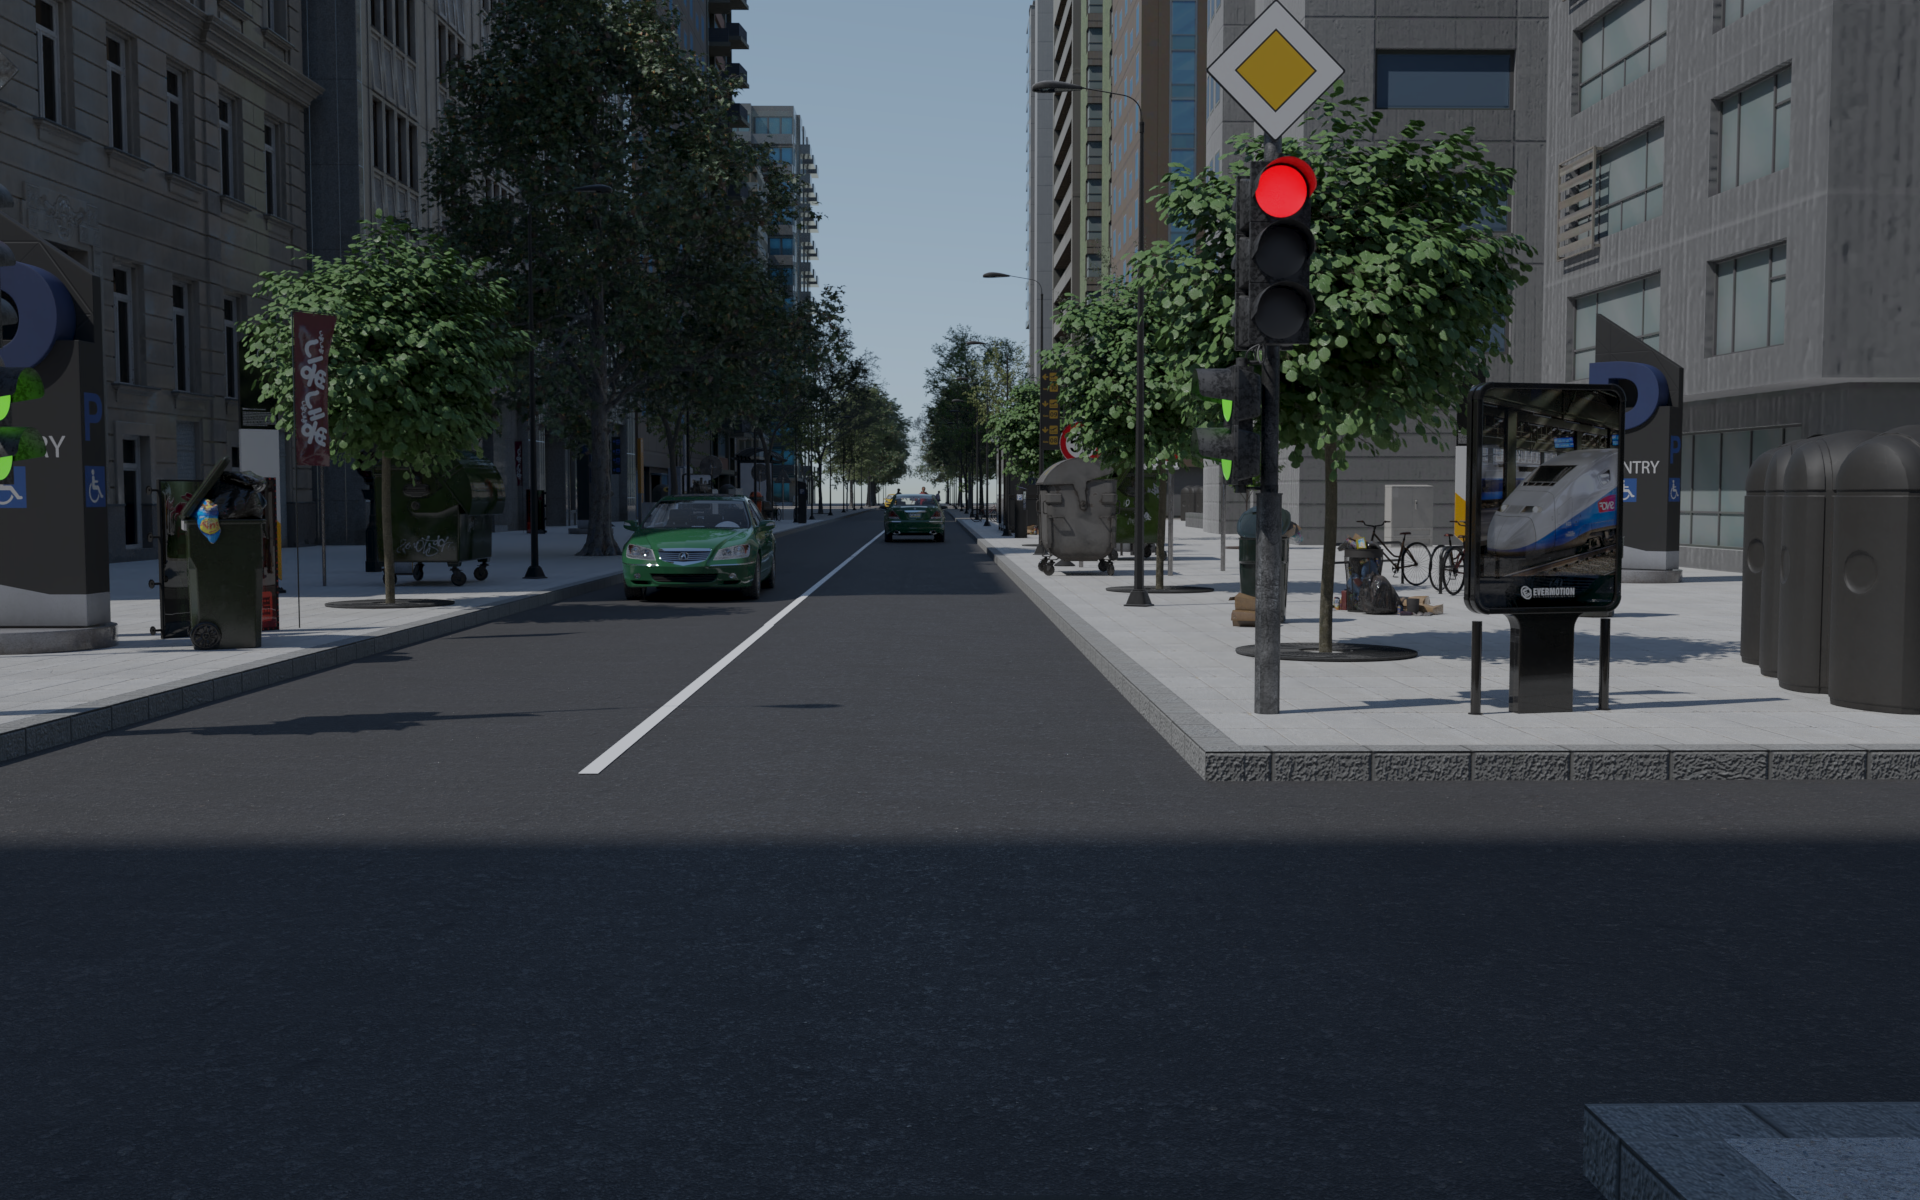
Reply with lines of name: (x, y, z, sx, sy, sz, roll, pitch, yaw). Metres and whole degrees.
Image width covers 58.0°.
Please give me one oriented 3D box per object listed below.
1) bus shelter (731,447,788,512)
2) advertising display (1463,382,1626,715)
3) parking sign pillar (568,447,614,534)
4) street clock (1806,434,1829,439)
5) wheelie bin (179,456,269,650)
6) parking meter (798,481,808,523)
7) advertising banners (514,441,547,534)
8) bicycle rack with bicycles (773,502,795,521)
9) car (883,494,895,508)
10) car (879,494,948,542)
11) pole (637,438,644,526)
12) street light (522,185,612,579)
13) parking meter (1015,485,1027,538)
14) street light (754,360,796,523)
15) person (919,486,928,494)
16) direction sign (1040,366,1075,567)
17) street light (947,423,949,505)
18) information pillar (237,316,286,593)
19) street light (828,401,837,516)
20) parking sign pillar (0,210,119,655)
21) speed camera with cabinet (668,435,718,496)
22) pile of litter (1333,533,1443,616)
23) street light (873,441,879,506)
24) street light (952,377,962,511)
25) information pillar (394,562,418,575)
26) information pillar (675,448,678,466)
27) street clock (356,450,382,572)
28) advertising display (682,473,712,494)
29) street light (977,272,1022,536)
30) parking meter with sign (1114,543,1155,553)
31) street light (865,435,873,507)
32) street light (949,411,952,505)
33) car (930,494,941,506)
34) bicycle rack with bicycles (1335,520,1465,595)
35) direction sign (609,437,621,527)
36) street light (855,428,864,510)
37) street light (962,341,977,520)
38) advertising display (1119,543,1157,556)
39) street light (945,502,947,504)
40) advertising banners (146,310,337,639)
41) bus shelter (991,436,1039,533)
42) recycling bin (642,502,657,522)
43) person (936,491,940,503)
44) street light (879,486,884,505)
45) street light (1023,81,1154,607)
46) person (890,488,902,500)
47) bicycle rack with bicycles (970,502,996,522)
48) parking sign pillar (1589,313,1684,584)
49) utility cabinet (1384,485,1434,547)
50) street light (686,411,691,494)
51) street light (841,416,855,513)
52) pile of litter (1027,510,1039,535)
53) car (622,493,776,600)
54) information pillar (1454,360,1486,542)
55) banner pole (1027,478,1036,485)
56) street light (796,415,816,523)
bus shelter: (-8.897, -5.095, 77.230, 2.014, 3.302, 5.546, 0, 4, -1)
advertising display: (3.417, -0.301, 10.135, 0.974, 1.923, 0.123, -1, 4, -14)
parking sign pillar: (-11.915, -4.119, 55.814, 1.447, 3.967, 1.447, 1, 4, 9)
street clock: (10.405, -1.002, 20.955, 0.471, 2.002, 0.358, 3, 5, 45)
wheelie bin: (-6.168, -0.406, 14.549, 0.693, 1.594, 0.980, -2, 4, -26)
parking meter: (-6.869, -4.278, 75.648, 0.399, 1.863, 0.255, 0, 4, 1)
advertising banners: (-13.959, -3.673, 56.239, 0.090, 3.025, 2.074, -3, 5, -41)
bicycle rack with bicycles: (-8.520, -4.254, 82.928, 2.852, 0.926, 2.925, 0, 4, -6)
car: (-6.542, -9.850, 171.278, 2.015, 1.641, 3.980, 0, 4, 0)
car: (-1.419, -2.534, 53.231, 2.131, 1.459, 4.920, 0, 4, -2)
pole: (-11.656, -4.244, 63.235, 0.158, 3.312, 0.155, 0, 3, 0)
street light: (-5.918, -3.279, 26.145, 1.470, 5.913, 1.316, 0, 4, -1)
parking meter: (1.774, -2.566, 50.363, 0.372, 1.533, 0.369, 0, 3, 0)
street light: (-6.541, -5.339, 59.838, 1.470, 5.913, 1.316, 0, 4, -1)
person: (-1.890, -4.997, 90.144, 1.348, 1.831, 0.705, 0, 4, -4)
direction sign: (1.862, -2.369, 30.724, 0.876, 3.537, 0.379, 0, 4, -3)
street light: (0.146, -7.553, 96.035, 1.470, 5.913, 1.316, 0, 4, -1)
information pillar: (-8.974, -1.888, 22.219, 0.504, 3.616, 0.183, -3, 4, -39)
street light: (-6.883, -6.982, 86.693, 1.470, 5.913, 1.316, 0, 4, -1)
parking sign pillar: (-7.832, -1.583, 14.348, 1.447, 3.967, 1.447, 0, 4, -1)
speed camera with cabinet: (-9.036, -3.936, 58.681, 0.660, 3.252, 2.038, 2, 4, 29)
pile of litter: (4.603, -0.306, 18.971, 1.176, 0.858, 1.719, 0, 4, -6)
street light: (-8.152, -11.026, 152.809, 1.470, 5.913, 1.316, 0, 4, -1)
street light: (0.542, -5.892, 68.879, 1.470, 5.913, 1.316, 0, 4, -1)
information pillar: (-8.791, -1.404, 27.451, 0.304, 2.012, 0.304, 0, 4, 0)
information pillar: (-13.890, -5.715, 84.802, 0.183, 3.616, 0.504, -1, 4, -17)
street clock: (-9.646, -1.460, 28.434, 0.471, 2.002, 0.358, 1, 4, 17)
advertising display: (-8.220, -2.996, 54.206, 0.974, 1.923, 0.123, -2, 4, -31)
street light: (1.174, -3.906, 36.397, 1.470, 5.913, 1.316, 0, 4, -1)
parking meter with sign: (3.710, -2.580, 38.436, 0.543, 3.016, 1.738, -2, 4, -32)
street light: (-7.790, -10.024, 136.434, 1.470, 5.913, 1.316, 0, 4, -1)
street light: (0.305, -6.886, 85.121, 1.470, 5.913, 1.316, 0, 4, -1)
car: (-2.362, -6.846, 123.929, 2.014, 1.417, 4.499, 0, 4, 0)
bicycle rack with bicycles: (6.449, -0.616, 23.452, 2.925, 0.926, 2.852, -3, 5, -40)
direction sign: (-13.813, -4.666, 68.285, 0.876, 3.537, 0.379, 0, 4, -8)
street light: (-7.537, -9.031, 120.192, 1.470, 5.913, 1.316, 0, 4, -1)
street light: (0.895, -4.899, 52.639, 1.470, 5.913, 1.316, 0, 4, -1)
advertising display: (3.741, -1.893, 36.161, 0.974, 1.923, 0.123, -2, 4, -25)
street light: (-0.120, -8.547, 112.276, 1.470, 5.913, 1.316, 0, 4, -1)
advertising banners: (-6.583, -1.215, 16.051, 0.090, 3.025, 2.074, 2, 4, 30)
bus shelter: (2.208, -5.091, 60.876, 2.179, 5.291, 8.768, 0, 4, -1)
recycling bin: (-9.101, -2.424, 52.192, 0.722, 1.027, 0.722, -3, 5, -42)
person: (-1.693, -7.801, 136.984, 0.436, 1.711, 0.756, 3, 5, 39)
street light: (-8.369, -12.072, 169.914, 1.470, 5.913, 1.316, 0, 4, -1)
street light: (1.507, -2.881, 19.646, 1.470, 5.913, 1.316, 0, 4, -1)
person: (-4.578, -7.419, 129.427, 1.348, 1.869, 0.705, 0, 4, 6)
bicycle rack with bicycles: (2.166, -4.047, 79.558, 2.925, 0.926, 2.852, 1, 4, 17)
parking sign pillar: (9.857, -2.257, 25.381, 1.447, 3.967, 1.447, -3, 5, -42)
utility cabinet: (10.791, -2.014, 41.608, 1.173, 1.500, 0.318, -1, 4, -20)
street light: (-6.306, -4.346, 43.596, 1.470, 5.913, 1.316, 0, 4, -1)
street light: (-7.214, -8.012, 103.542, 1.470, 5.913, 1.316, 0, 4, -1)
pile of litter: (2.518, -2.488, 54.638, 1.719, 0.858, 1.176, 0, 4, -3)
car: (-3.687, -0.808, 25.010, 2.131, 1.459, 4.920, 0, 4, -2)
information pillar: (8.816, -2.357, 29.891, 0.504, 3.616, 0.183, 1, 4, 11)
banner pole: (2.602, -4.038, 56.033, 0.863, 3.779, 0.401, -1, 4, -13)
street light: (-6.788, -6.416, 77.448, 1.470, 5.913, 1.316, 0, 4, -1)
